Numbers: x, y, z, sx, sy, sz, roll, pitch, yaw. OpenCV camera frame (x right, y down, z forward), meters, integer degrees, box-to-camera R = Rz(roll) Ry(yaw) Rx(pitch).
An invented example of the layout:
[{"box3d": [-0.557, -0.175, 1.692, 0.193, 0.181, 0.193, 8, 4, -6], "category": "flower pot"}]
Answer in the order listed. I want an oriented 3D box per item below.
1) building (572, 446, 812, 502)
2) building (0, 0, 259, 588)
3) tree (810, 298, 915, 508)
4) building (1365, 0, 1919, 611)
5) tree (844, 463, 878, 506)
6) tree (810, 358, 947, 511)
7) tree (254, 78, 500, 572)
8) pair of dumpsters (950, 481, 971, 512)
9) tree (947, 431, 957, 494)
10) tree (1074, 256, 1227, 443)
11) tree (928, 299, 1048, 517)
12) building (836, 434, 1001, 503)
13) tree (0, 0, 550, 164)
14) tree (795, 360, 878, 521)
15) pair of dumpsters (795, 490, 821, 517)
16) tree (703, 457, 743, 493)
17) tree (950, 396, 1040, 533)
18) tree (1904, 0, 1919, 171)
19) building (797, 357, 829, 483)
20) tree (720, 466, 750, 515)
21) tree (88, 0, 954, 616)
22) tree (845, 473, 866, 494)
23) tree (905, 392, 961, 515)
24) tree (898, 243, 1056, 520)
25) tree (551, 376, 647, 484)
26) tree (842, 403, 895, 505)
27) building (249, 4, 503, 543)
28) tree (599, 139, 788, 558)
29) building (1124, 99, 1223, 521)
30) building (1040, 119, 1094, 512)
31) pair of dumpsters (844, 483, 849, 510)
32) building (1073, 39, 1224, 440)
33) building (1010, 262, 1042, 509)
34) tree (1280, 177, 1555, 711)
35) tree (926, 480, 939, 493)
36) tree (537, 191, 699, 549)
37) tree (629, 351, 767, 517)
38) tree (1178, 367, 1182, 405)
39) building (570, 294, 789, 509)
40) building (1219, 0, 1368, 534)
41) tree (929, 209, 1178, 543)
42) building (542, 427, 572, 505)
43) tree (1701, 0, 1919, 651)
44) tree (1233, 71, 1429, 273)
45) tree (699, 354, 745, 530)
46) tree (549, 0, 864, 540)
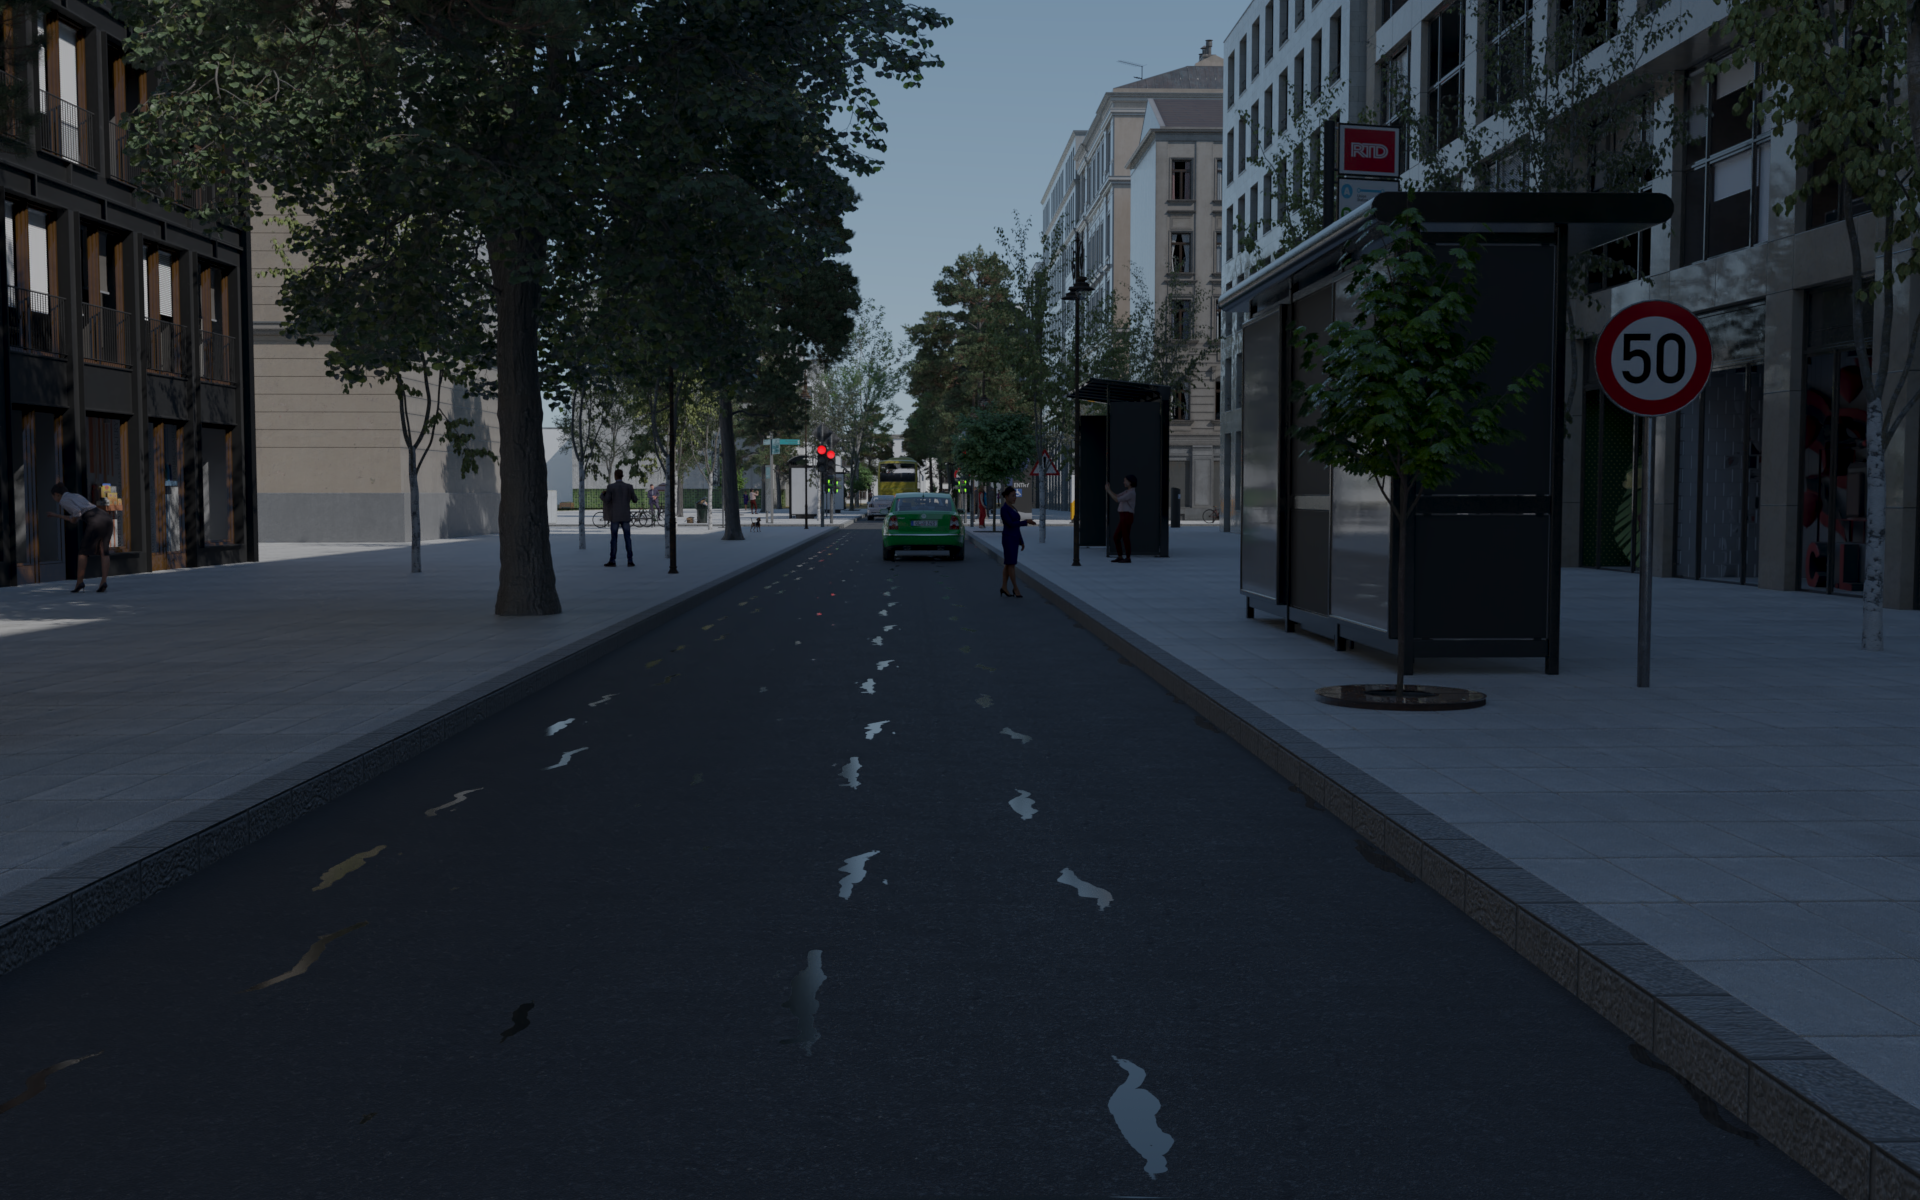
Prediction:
[{"box3d": [-32.416, -16.573, 213.116, 28.070, 9.664, 9.099, 0, 4, -2], "category": "building"}, {"box3d": [-19.195, -11.888, 24.042, 12.332, 23.373, 15.834, 0, 4, -2], "category": "building"}, {"box3d": [-8.600, -18.909, 165.054, 12.611, 20.169, 13.585, 0, 3, 0], "category": "tree"}, {"box3d": [19.809, -13.456, 24.529, 19.350, 26.468, 34.151, 0, 4, -2], "category": "building"}, {"box3d": [-10.215, -11.969, 179.410, 4.285, 4.588, 4.351, 0, 3, 0], "category": "tree"}, {"box3d": [-8.033, -12.542, 130.822, 9.928, 11.665, 9.643, 0, 3, 0], "category": "tree"}, {"box3d": [-8.934, -4.743, 27.906, 4.737, 8.622, 4.395, 0, 3, 0], "category": "tree"}, {"box3d": [0.136, -7.244, 120.935, 1.574, 2.255, 4.436, 0, 4, -2], "category": "pair of dumpsters"}, {"box3d": [-0.717, -13.253, 142.446, 9.928, 11.665, 9.643, 0, 3, 0], "category": "tree"}, {"box3d": [5.947, -6.274, 52.936, 4.360, 8.622, 3.978, 0, 3, 0], "category": "tree"}, {"box3d": [1.475, -10.552, 94.577, 6.751, 12.117, 7.091, 0, 3, 0], "category": "tree"}, {"box3d": [-4.913, -18.686, 247.664, 28.070, 9.664, 9.099, 0, 4, -2], "category": "building"}, {"box3d": [-5.268, -6.114, 7.386, 7.806, 13.903, 7.818, 0, 3, 0], "category": "tree"}, {"box3d": [-6.610, -8.113, 83.017, 4.360, 8.622, 3.978, 0, 3, 0], "category": "tree"}, {"box3d": [-8.759, -5.883, 98.686, 1.574, 2.255, 4.436, 0, 4, -2], "category": "pair of dumpsters"}, {"box3d": [-17.844, -9.006, 130.966, 4.285, 4.588, 4.351, 0, 3, 0], "category": "tree"}, {"box3d": [1.135, -4.553, 58.154, 4.285, 4.588, 4.351, 0, 3, 0], "category": "tree"}, {"box3d": [3.371, -3.368, 5.428, 4.360, 8.622, 3.978, 0, 3, 0], "category": "tree"}, {"box3d": [-24.829, -24.023, 249.199, 11.380, 20.091, 16.016, 0, 4, -2], "category": "building"}, {"box3d": [-13.689, -6.718, 104.437, 1.663, 3.219, 1.824, 0, 3, 0], "category": "tree"}, {"box3d": [-4.564, -6.812, 18.033, 9.857, 13.997, 8.962, 0, 3, 0], "category": "tree"}, {"box3d": [-8.488, -8.766, 137.921, 1.663, 3.219, 1.824, 0, 3, 0], "category": "tree"}, {"box3d": [0.245, -10.393, 104.332, 7.601, 10.594, 8.767, 0, 4, -6], "category": "tree"}, {"box3d": [0.900, -10.956, 86.551, 7.806, 13.903, 7.818, 0, 3, 0], "category": "tree"}, {"box3d": [-23.371, -10.996, 114.199, 8.767, 10.594, 7.601, 1, 4, 22], "category": "tree"}, {"box3d": [-10.667, -17.201, 203.284, 6.751, 12.117, 7.091, 0, 3, 0], "category": "tree"}, {"box3d": [-25.963, -16.125, 51.031, 23.554, 28.519, 14.401, 0, 4, -2], "category": "building"}, {"box3d": [-5.731, -5.152, 34.595, 4.737, 8.622, 4.395, 0, 3, 0], "category": "tree"}, {"box3d": [17.941, -14.568, 87.337, 18.267, 20.994, 9.793, 0, 4, -2], "category": "building"}, {"box3d": [12.949, -21.913, 135.773, 11.434, 29.767, 29.804, 0, 4, -2], "category": "building"}, {"box3d": [-10.036, -8.616, 143.362, 1.574, 2.255, 4.436, 0, 4, -2], "category": "pair of dumpsters"}, {"box3d": [14.746, -19.866, 110.717, 13.634, 28.700, 20.117, 0, 4, -2], "category": "building"}, {"box3d": [20.111, -19.908, 169.475, 27.936, 21.610, 32.646, 0, 4, -2], "category": "building"}, {"box3d": [2.858, -0.983, 10.667, 1.663, 3.219, 1.824, 0, 3, 0], "category": "tree"}, {"box3d": [-3.586, -14.128, 225.593, 1.663, 3.219, 1.824, 0, 3, 0], "category": "tree"}, {"box3d": [-8.572, -5.493, 40.168, 4.360, 8.622, 3.978, 0, 3, 0], "category": "tree"}, {"box3d": [-15.606, -10.669, 96.491, 6.751, 12.117, 7.091, 0, 3, 0], "category": "tree"}, {"box3d": [5.885, -6.804, 61.609, 4.737, 8.622, 4.395, 0, 3, 0], "category": "tree"}, {"box3d": [-25.675, -18.292, 165.539, 16.747, 18.905, 31.486, 0, 4, -2], "category": "building"}, {"box3d": [14.302, -11.961, 50.322, 10.420, 20.320, 16.860, 0, 4, -2], "category": "building"}, {"box3d": [2.353, -5.799, 45.177, 4.737, 8.622, 4.395, 0, 3, 0], "category": "tree"}, {"box3d": [-60.566, -16.549, 212.728, 28.070, 9.664, 9.099, 0, 4, -2], "category": "building"}, {"box3d": [7.543, -3.876, 13.730, 4.737, 8.622, 4.395, 0, 3, 0], "category": "tree"}, {"box3d": [6.631, -4.901, 30.491, 4.737, 8.622, 4.395, 0, 3, 0], "category": "tree"}, {"box3d": [-9.086, -6.833, 62.085, 4.360, 8.622, 3.978, 0, 3, 0], "category": "tree"}, {"box3d": [-6.548, -8.609, 48.181, 7.806, 13.903, 7.818, 0, 3, 0], "category": "tree"}]
